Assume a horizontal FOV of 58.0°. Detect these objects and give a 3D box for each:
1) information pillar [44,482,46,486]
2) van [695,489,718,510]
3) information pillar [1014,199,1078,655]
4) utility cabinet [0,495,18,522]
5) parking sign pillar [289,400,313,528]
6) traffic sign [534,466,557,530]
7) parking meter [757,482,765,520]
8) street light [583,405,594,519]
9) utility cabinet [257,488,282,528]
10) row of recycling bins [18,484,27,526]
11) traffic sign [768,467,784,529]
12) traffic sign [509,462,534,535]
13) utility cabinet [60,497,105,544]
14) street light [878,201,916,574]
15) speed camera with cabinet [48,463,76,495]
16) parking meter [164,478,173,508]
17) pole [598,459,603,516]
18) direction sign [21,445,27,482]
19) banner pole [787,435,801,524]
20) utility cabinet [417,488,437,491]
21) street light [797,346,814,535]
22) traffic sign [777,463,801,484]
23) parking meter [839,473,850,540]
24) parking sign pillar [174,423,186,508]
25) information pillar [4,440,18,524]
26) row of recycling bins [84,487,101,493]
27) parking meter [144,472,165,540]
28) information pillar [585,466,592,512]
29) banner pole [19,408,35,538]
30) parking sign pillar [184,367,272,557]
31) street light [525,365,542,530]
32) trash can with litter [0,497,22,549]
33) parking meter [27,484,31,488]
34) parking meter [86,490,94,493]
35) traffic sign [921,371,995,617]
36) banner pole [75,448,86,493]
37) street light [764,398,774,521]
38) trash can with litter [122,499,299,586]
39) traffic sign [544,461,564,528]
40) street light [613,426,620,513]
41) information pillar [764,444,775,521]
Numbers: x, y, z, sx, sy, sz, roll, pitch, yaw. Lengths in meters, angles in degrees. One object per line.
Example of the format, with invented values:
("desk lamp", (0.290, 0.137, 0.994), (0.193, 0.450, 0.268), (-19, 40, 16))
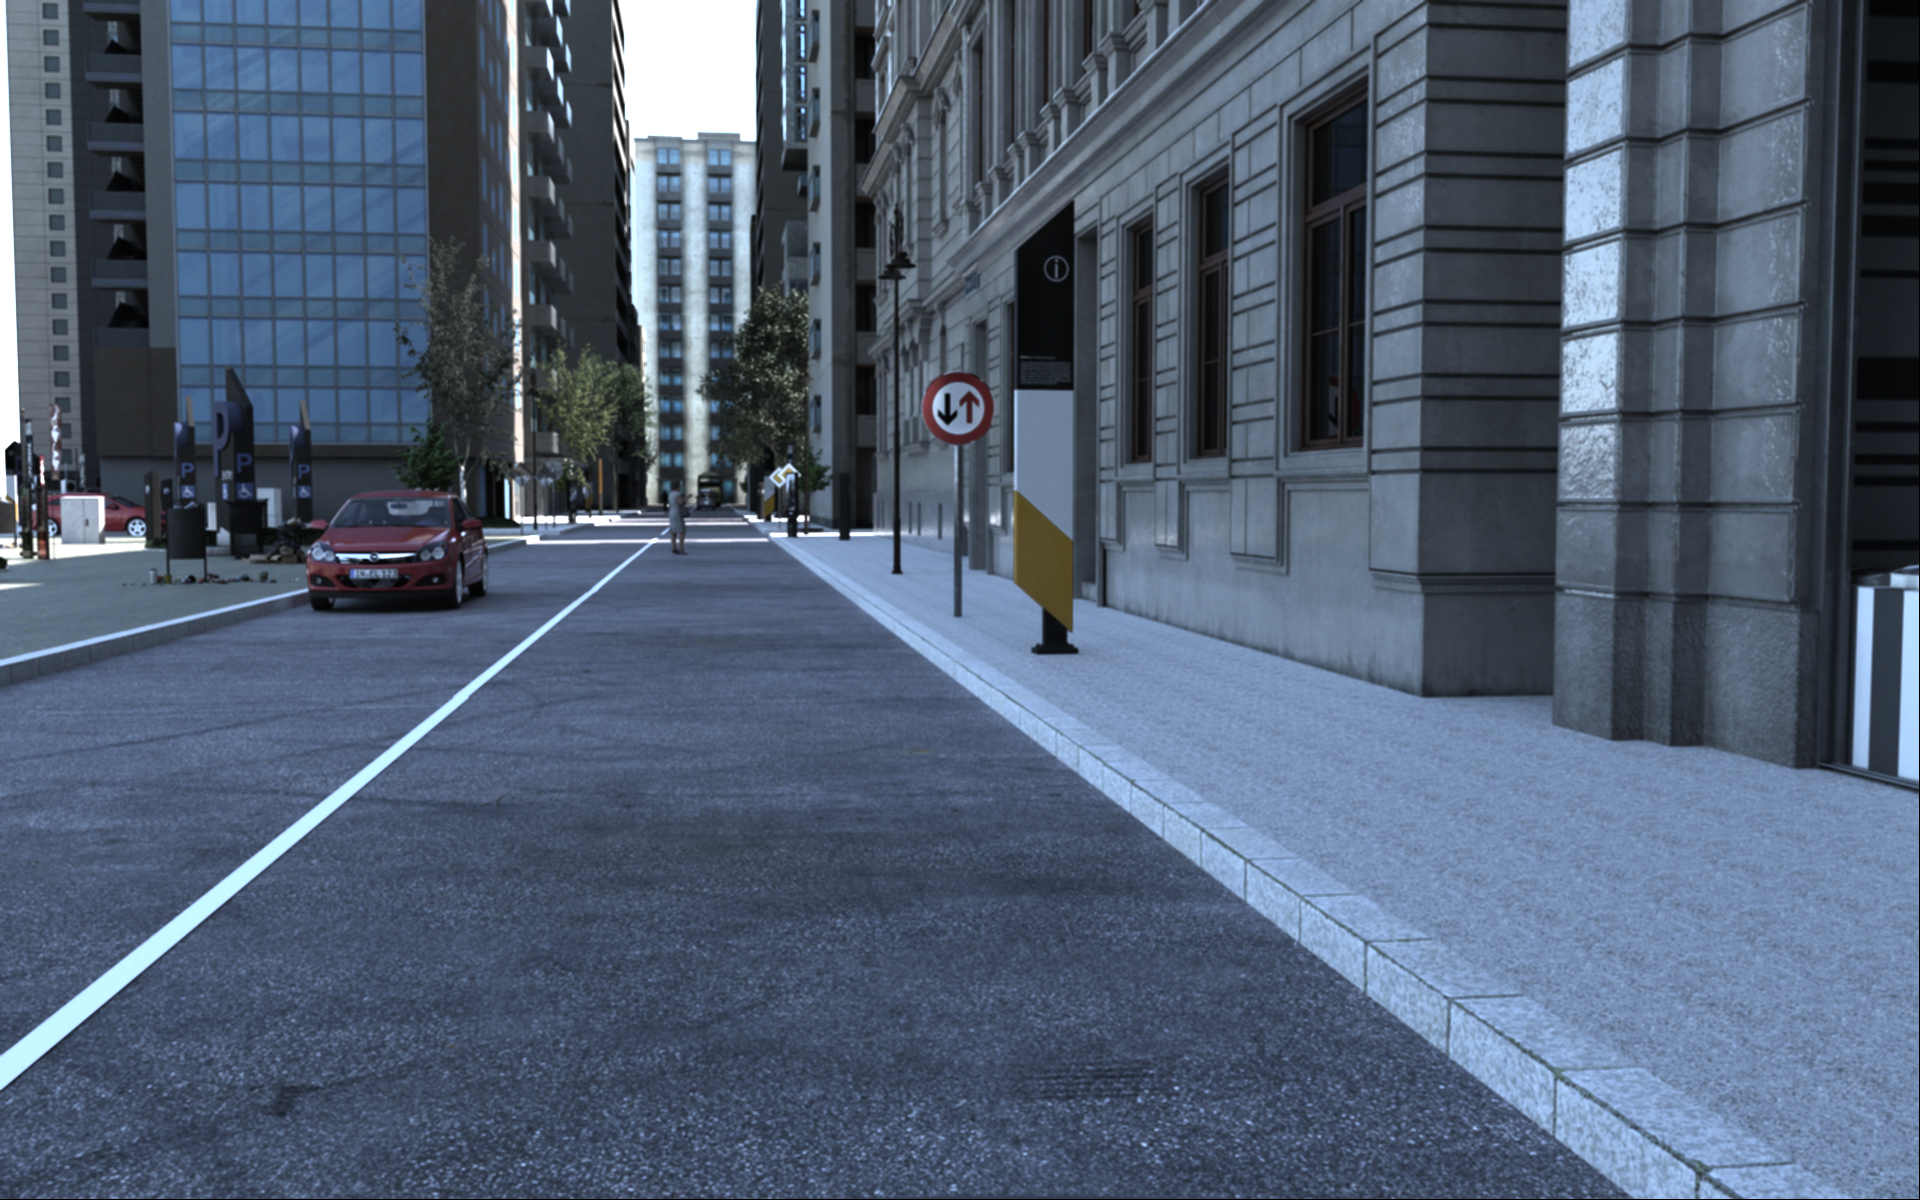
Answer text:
("information pillar", (-53.634, -5.919, 101.268), (0.304, 2.012, 0.304), (0, 4, 1))
("van", (-22.757, -9.072, 155.337), (2.013, 2.044, 4.112), (0, 4, -7))
("information pillar", (0.684, -1.375, 13.831), (0.504, 3.616, 0.183), (-1, 4, -13))
("utility cabinet", (-43.179, -4.131, 78.703), (0.306, 1.237, 1.020), (1, 4, 23))
("parking sign pillar", (-18.739, -3.719, 49.276), (1.447, 3.967, 1.447), (-2, 4, -26))
("traffic sign", (-14.777, -3.558, 61.808), (0.795, 2.450, 0.064), (-1, 4, -8))
("parking meter", (-9.861, -4.902, 85.860), (0.255, 1.863, 0.399), (2, 4, 34))
("street light", (-19.289, -7.179, 90.158), (0.468, 5.910, 1.993), (-1, 4, -8))
("utility cabinet", (-25.686, -3.412, 64.459), (1.173, 1.500, 0.318), (3, 4, 38))
("row of recycling bins", (-38.202, -3.932, 71.403), (1.069, 1.692, 3.534), (-2, 4, -25))
("traffic sign", (-6.564, -3.628, 62.961), (0.795, 2.450, 0.064), (-1, 4, -8))
("traffic sign", (-13.643, -3.074, 53.903), (0.795, 2.450, 0.064), (-1, 4, -8))
("utility cabinet", (-22.572, -2.043, 44.557), (1.020, 1.237, 0.306), (0, 4, 3))
("street light", (-1.012, -3.358, 27.690), (0.468, 5.910, 1.993), (-1, 4, -8))
("speed camera with cabinet", (-56.736, -7.008, 108.918), (0.660, 3.252, 2.038), (2, 4, 32))
("parking meter", (-29.478, -3.587, 64.350), (0.399, 1.863, 0.255), (-1, 4, -18))
("pole", (-20.693, -6.474, 99.692), (0.158, 3.312, 0.155), (0, 3, 0))
("direction sign", (-43.358, -5.414, 80.515), (0.379, 3.537, 0.876), (0, 3, 0))
("banner pole", (-7.170, -5.143, 74.097), (0.401, 3.779, 0.863), (-3, 5, -41))
("utility cabinet", (-19.067, -3.275, 62.218), (1.173, 1.500, 0.318), (2, 4, 33))
("street light", (-4.827, -4.977, 54.160), (0.468, 5.910, 1.993), (-1, 4, -8))
("traffic sign", (-5.430, -3.145, 55.057), (0.795, 2.450, 0.064), (-1, 4, -8))
("parking meter", (-3.213, -2.598, 48.194), (0.255, 1.863, 0.399), (0, 4, 4))
("parking sign pillar", (-20.988, -3.578, 46.971), (1.447, 3.967, 1.447), (-2, 4, -27))
("information pillar", (-41.304, -5.139, 75.383), (0.504, 3.616, 0.183), (0, 4, 6))
("row of recycling bins", (-54.474, -6.228, 108.943), (1.069, 1.692, 3.534), (-1, 4, -19))
("parking meter", (-20.990, -2.405, 45.025), (0.399, 1.863, 0.255), (3, 5, 39))
("information pillar", (-26.275, -8.019, 122.458), (0.504, 3.616, 0.183), (-1, 4, -22))
("banner pole", (-27.216, -3.703, 50.557), (0.863, 3.779, 0.401), (3, 4, 39))
("parking sign pillar", (-15.156, -2.917, 36.168), (1.447, 3.967, 1.447), (-3, 5, -40))
("street light", (-15.306, -5.473, 62.275), (0.468, 5.910, 1.993), (-1, 4, -8))
("trash can with litter", (-23.007, -1.821, 40.831), (1.678, 1.210, 2.233), (3, 5, 41))
("parking meter", (-35.817, -3.744, 66.927), (0.399, 1.863, 0.255), (0, 4, -7))
("parking meter", (-48.869, -5.439, 97.346), (0.372, 1.533, 0.369), (0, 3, 0))
("traffic sign", (-0.020, -1.097, 18.041), (0.768, 2.556, 0.104), (0, 4, -5))
("banner pole", (-47.862, -6.374, 94.230), (0.863, 3.779, 0.401), (1, 4, 22))
("street light", (-9.177, -6.782, 83.681), (0.468, 5.910, 1.993), (-1, 4, -8))
("trash can with litter", (-10.787, -0.855, 25.040), (2.233, 1.210, 1.678), (-1, 4, -14))
("traffic sign", (-15.492, -4.034, 66.060), (0.768, 2.556, 0.104), (0, 4, -5))
("street light", (-23.234, -8.840, 117.319), (0.468, 5.910, 1.993), (-1, 4, -8))
("information pillar", (-8.960, -5.499, 81.262), (0.504, 3.616, 0.183), (-1, 4, -14))
